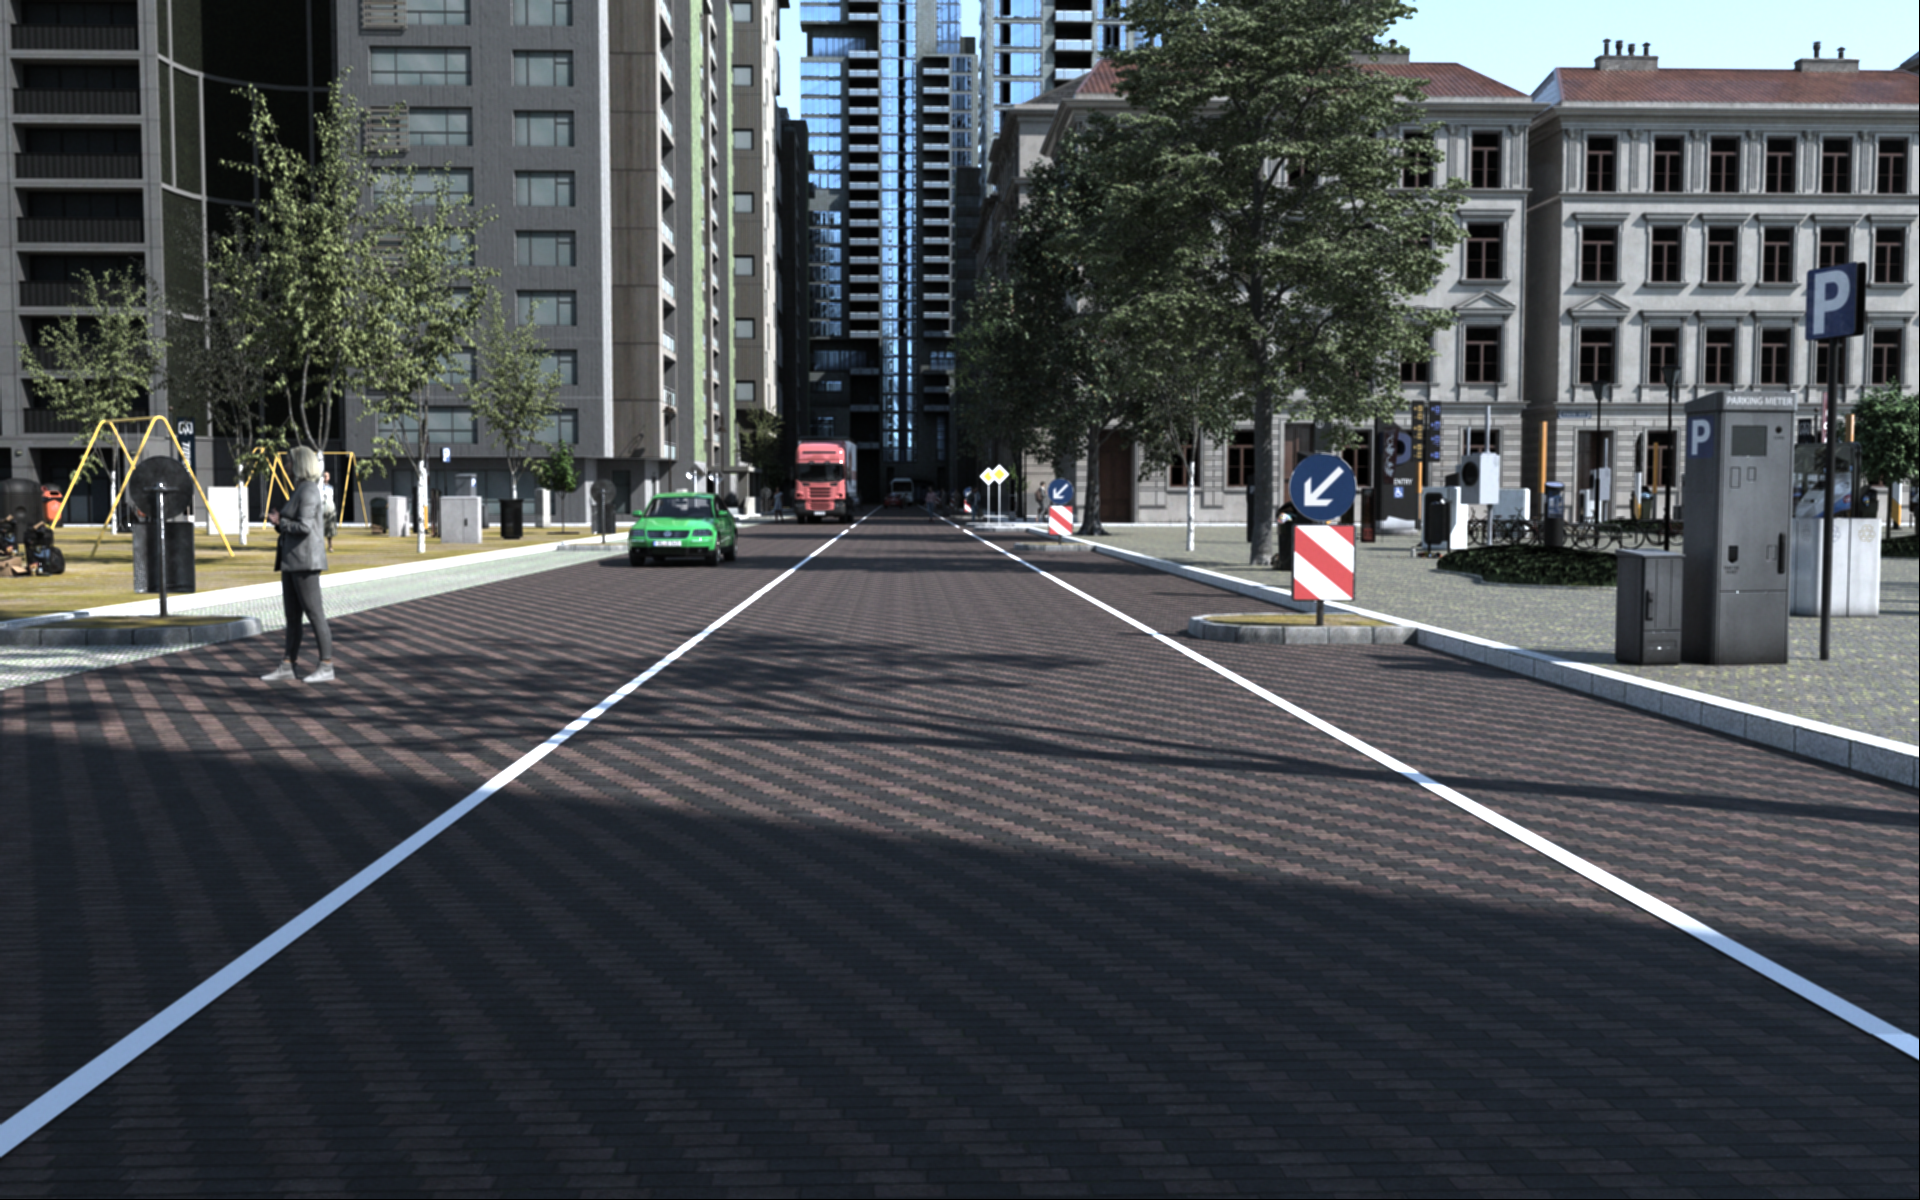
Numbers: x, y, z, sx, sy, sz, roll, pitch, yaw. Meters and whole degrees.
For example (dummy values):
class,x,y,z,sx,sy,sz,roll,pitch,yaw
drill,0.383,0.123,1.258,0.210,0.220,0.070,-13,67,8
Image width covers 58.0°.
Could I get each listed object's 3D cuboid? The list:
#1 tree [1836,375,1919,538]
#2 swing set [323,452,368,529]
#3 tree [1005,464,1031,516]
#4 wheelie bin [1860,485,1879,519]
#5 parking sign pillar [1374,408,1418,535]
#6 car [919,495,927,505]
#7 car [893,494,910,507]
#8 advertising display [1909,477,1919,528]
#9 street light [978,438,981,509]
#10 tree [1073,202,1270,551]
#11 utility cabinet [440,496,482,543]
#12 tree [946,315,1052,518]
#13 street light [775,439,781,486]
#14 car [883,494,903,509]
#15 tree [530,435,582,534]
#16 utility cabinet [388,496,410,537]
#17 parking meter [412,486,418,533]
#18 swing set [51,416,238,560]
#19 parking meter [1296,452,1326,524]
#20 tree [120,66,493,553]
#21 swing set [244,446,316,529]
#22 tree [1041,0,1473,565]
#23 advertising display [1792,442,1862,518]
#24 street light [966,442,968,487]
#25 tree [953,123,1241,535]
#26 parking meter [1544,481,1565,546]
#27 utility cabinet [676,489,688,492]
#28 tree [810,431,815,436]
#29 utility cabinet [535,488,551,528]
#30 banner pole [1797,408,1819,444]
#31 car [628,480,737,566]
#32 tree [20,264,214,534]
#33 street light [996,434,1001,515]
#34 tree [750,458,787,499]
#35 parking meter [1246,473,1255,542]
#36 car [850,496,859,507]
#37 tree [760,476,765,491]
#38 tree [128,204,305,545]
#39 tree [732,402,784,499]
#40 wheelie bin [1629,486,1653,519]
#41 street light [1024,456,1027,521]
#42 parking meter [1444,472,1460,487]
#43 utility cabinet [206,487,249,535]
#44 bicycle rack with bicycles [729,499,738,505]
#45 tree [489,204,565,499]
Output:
class,x,y,z,sx,sy,sz,roll,pitch,yaw
tree,25.686,-3.913,47.687,4.285,4.588,4.351,0,3,0
swing set,-24.362,-4.131,65.163,3.119,2.851,2.862,0,4,1
tree,3.034,-6.438,99.869,1.663,3.219,1.824,0,3,0
wheelie bin,30.628,-3.097,58.545,0.693,1.594,0.980,0,4,7
parking sign pillar,13.644,-4.028,54.329,1.447,3.967,1.447,-1,4,-22
car,-4.268,-12.851,222.690,1.945,1.354,3.894,0,4,-2
car,-6.734,-11.415,196.859,2.015,1.641,3.980,0,4,-3
advertising display,36.620,-3.705,65.785,0.974,1.923,0.123,3,4,38
street light,1.450,-9.408,126.613,0.468,5.910,1.993,0,4,-2
tree,5.037,-5.439,39.294,4.360,8.622,3.978,0,3,0
utility cabinet,-12.991,-2.075,45.084,1.020,1.237,0.306,0,4,6
tree,3.077,-10.246,93.275,9.928,11.665,9.643,0,3,0
street light,-15.044,-10.406,142.923,0.468,5.910,1.993,0,4,-2
car,-6.566,-9.941,171.578,2.155,1.783,4.494,0,4,0
tree,-12.720,-3.741,55.760,1.663,3.219,1.824,0,3,0
utility cabinet,-16.937,-2.516,52.305,0.306,1.237,1.020,0,4,3
parking meter,-17.777,-2.964,56.870,0.372,1.533,0.369,0,3,0
swing set,-16.967,-2.327,35.664,3.119,2.851,2.862,3,5,44
parking meter,4.811,-1.099,23.687,0.255,1.863,0.399,-2,4,-29
tree,-11.315,-4.904,30.546,4.737,8.622,4.395,0,3,0
swing set,-22.854,-3.621,56.828,2.862,2.851,3.119,-2,4,-28
tree,5.206,-6.923,31.314,7.486,12.596,7.792,0,3,0
advertising display,10.854,-1.013,21.770,0.123,1.923,0.974,-1,4,-22
street light,0.652,-10.844,150.081,0.468,5.910,1.993,0,4,-2
tree,4.233,-8.358,53.662,9.611,12.733,9.660,0,3,0
parking meter,11.748,-1.581,34.255,0.372,1.533,0.369,0,3,0
utility cabinet,-12.019,-4.042,74.773,0.318,1.500,1.173,0,4,1
tree,-17.134,-15.200,198.885,4.360,8.622,3.978,0,3,0
utility cabinet,-15.895,-3.501,65.915,0.318,1.500,1.173,-2,4,-28
banner pole,24.724,-3.699,50.502,0.401,3.779,0.863,-1,4,-23
car,-5.702,-1.658,35.903,1.959,1.807,4.718,0,4,-1
tree,-27.202,-6.397,54.958,4.737,8.622,4.395,0,3,0
street light,2.192,-8.004,103.658,0.468,5.910,1.993,0,4,-2
tree,-16.276,-9.923,145.961,4.285,4.588,4.351,0,3,0
parking meter,7.826,-2.462,45.966,0.399,1.863,0.255,3,5,44
car,-12.529,-11.509,200.534,2.083,1.381,4.827,0,4,-4
tree,-16.973,-9.089,143.201,1.663,3.219,1.824,0,3,0
tree,-18.332,-5.695,43.468,4.360,8.622,3.978,0,3,0
tree,-15.457,-11.306,135.213,4.737,8.622,4.395,0,3,0
wheelie bin,26.674,-3.664,67.821,0.693,1.594,0.980,-2,4,-28
street light,3.052,-6.618,80.987,0.468,5.910,1.993,0,4,-2
parking meter,13.205,-2.497,46.543,0.399,1.863,0.255,1,4,22
utility cabinet,-22.796,-2.765,53.883,1.173,1.500,0.318,-2,4,-35
bicycle rack with bicycles,-16.271,-7.017,128.109,2.925,0.926,2.852,1,4,15
tree,-12.051,-5.349,37.820,4.737,8.622,4.395,0,3,0
